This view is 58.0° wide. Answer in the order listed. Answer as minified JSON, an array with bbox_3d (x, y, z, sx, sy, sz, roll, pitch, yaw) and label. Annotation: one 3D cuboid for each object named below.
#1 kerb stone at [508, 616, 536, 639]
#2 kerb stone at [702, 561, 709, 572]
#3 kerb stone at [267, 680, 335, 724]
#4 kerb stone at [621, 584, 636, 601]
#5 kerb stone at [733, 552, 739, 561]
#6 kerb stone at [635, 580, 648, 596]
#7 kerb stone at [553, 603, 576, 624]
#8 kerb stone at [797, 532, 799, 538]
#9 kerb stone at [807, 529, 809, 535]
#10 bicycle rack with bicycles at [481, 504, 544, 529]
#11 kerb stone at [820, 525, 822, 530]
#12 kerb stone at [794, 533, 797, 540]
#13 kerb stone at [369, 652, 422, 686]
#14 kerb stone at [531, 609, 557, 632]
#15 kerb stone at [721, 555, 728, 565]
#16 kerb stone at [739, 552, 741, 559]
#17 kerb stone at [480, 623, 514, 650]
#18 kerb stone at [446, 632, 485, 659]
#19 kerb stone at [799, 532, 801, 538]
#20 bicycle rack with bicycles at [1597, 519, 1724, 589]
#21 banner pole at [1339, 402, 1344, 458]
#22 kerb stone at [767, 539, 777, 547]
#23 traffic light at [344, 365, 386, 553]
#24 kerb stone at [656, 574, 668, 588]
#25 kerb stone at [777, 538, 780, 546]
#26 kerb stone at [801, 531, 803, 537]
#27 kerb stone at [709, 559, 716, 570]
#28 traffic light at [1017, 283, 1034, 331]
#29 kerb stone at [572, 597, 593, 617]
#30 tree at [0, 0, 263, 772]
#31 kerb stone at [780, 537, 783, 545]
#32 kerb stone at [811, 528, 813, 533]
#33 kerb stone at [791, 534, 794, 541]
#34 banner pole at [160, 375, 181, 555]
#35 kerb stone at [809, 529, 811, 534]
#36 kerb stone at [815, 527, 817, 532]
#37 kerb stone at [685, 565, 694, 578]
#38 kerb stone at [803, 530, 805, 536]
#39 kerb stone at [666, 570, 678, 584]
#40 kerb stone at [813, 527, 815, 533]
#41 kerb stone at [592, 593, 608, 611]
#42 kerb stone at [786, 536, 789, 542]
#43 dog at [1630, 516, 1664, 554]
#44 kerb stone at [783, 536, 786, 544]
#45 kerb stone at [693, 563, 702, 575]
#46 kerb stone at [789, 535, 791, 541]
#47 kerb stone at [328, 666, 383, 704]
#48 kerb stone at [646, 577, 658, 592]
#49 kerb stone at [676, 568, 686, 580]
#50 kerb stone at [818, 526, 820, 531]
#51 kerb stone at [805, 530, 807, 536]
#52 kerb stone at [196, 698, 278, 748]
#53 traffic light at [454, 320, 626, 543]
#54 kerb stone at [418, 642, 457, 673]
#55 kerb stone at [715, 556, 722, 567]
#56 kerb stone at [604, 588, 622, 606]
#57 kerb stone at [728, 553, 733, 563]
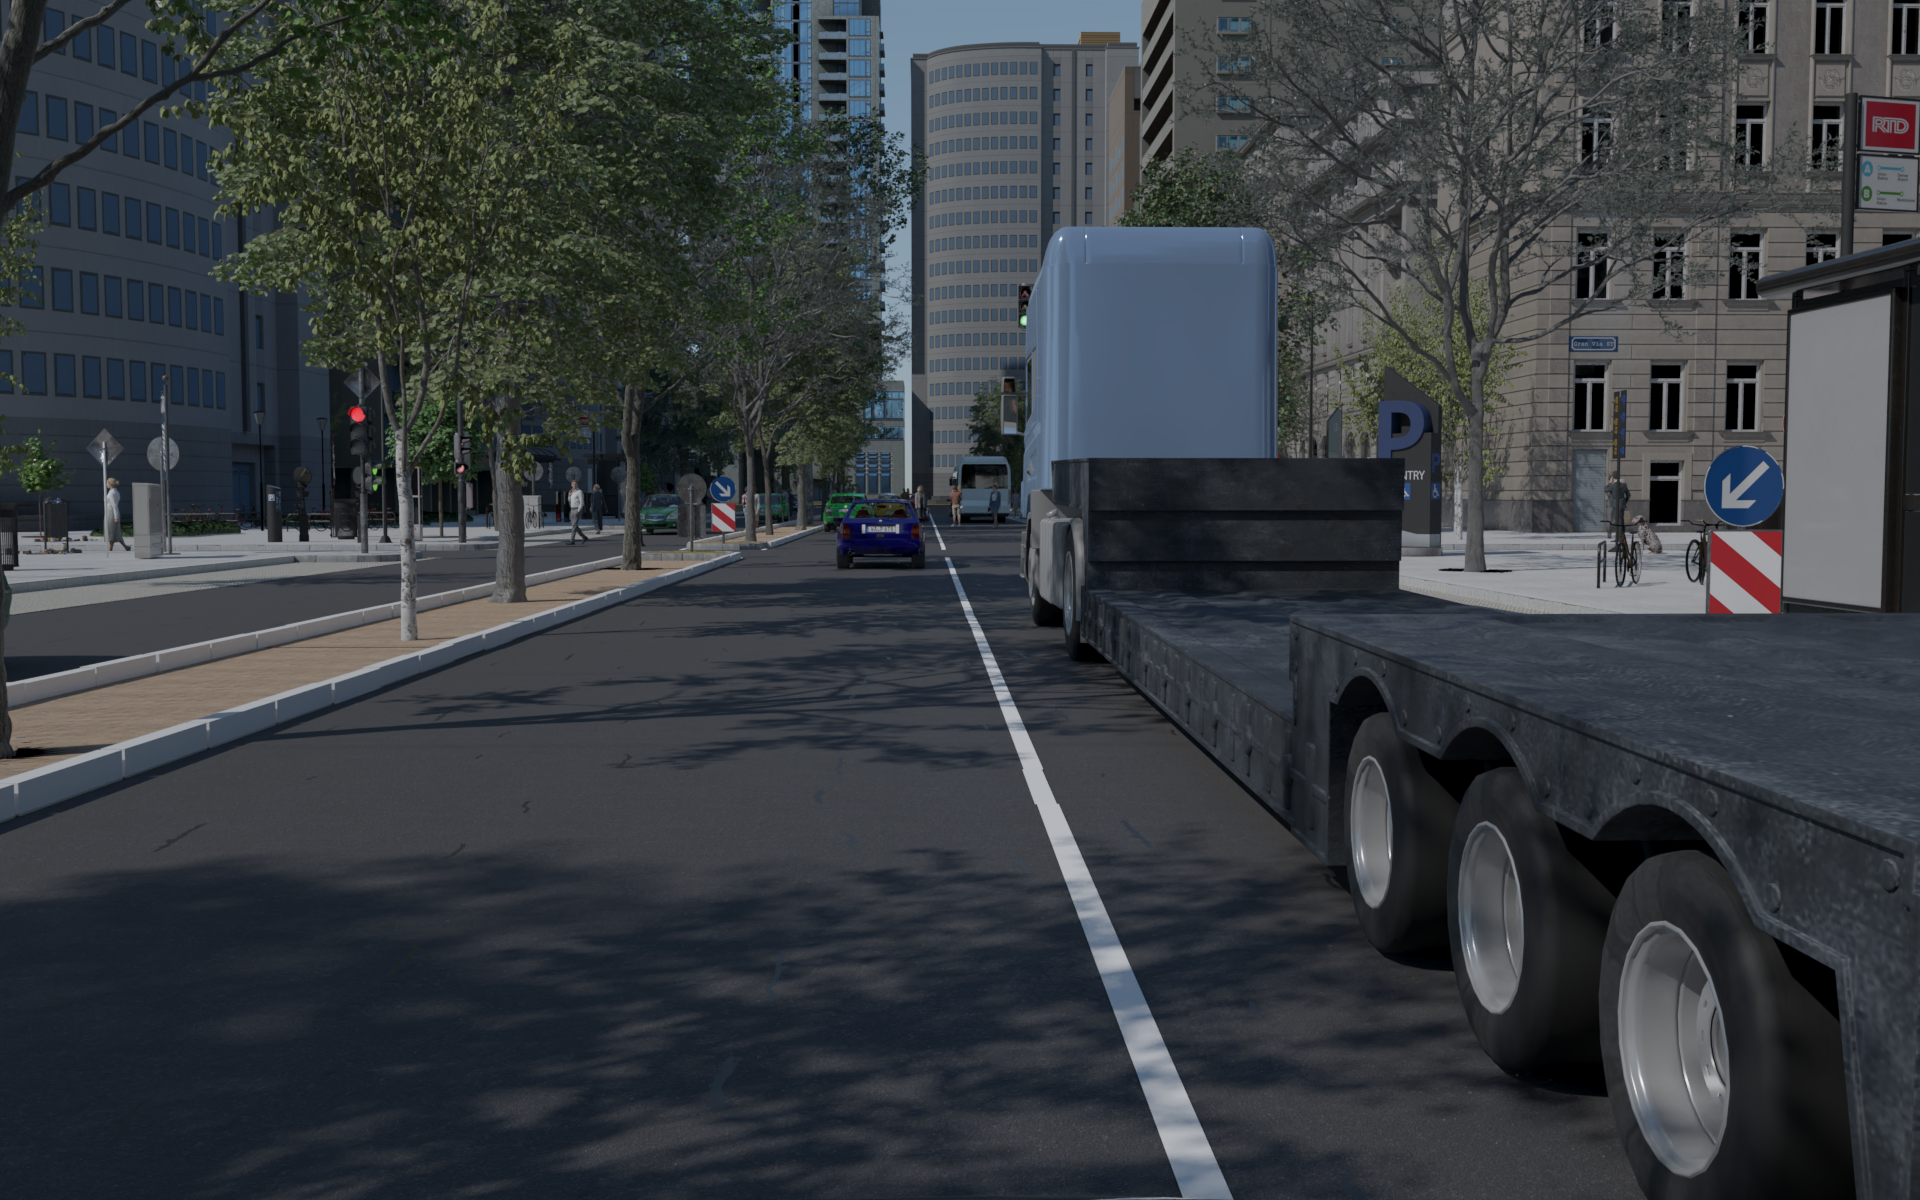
[{"bbox_3d":[-4.461,0.294,17.413,0.120,0.150,1.000,0,4,-1],"label":"kerb stone"},{"bbox_3d":[-4.773,-0.584,31.766,0.120,0.150,1.000,0,4,-1],"label":"kerb stone"},{"bbox_3d":[-4.319,0.668,11.274,0.120,0.150,1.000,0,4,-1],"label":"kerb stone"},{"bbox_3d":[-4.590,-0.084,23.576,0.120,0.150,1.000,0,4,-1],"label":"kerb stone"},{"bbox_3d":[-4.877,-0.893,36.877,0.120,0.150,1.000,0,4,-1],"label":"kerb stone"},{"bbox_3d":[-4.614,-0.143,24.599,0.120,0.150,1.000,0,4,-1],"label":"kerb stone"},{"bbox_3d":[-4.501,0.167,19.462,0.120,0.150,1.000,0,4,-1],"label":"kerb stone"},{"bbox_3d":[-5.284,-1.998,54.861,0.120,0.150,1.000,0,4,-1],"label":"kerb stone"},{"bbox_3d":[-5.400,-2.309,59.995,0.120,0.150,1.000,0,4,-1],"label":"kerb stone"},{"bbox_3d":[-16.525,-3.095,63.980,2.852,0.926,2.925,0,4,-8],"label":"bicycle rack with bicycles"},{"bbox_3d":[-5.553,-2.751,67.181,0.120,0.150,1.000,0,4,-1],"label":"kerb stone"},{"bbox_3d":[-5.258,-1.933,53.839,0.120,0.150,1.000,0,4,-1],"label":"kerb stone"},{"bbox_3d":[-4.366,0.543,13.324,0.120,0.150,1.000,0,4,-1],"label":"kerb stone"},{"bbox_3d":[-4.481,0.231,18.435,0.120,0.150,1.000,0,4,-1],"label":"kerb stone"},{"bbox_3d":[-4.837,-0.772,34.833,0.120,0.150,1.000,0,4,-1],"label":"kerb stone"},{"bbox_3d":[-4.906,-0.956,37.898,0.120,0.150,1.000,0,4,-1],"label":"kerb stone"},{"bbox_3d":[-4.427,0.357,16.392,0.120,0.150,1.000,0,4,-1],"label":"kerb stone"},{"bbox_3d":[-4.421,0.417,15.370,0.120,0.150,1.000,0,4,-1],"label":"kerb stone"},{"bbox_3d":[-5.302,-2.061,55.893,0.120,0.150,1.000,0,4,-1],"label":"kerb stone"},{"bbox_3d":[10.011,-0.653,24.063,2.852,0.926,2.925,2,4,24],"label":"bicycle rack with bicycles"},{"bbox_3d":[10.393,-3.514,47.478,0.401,3.779,0.863,0,4,5],"label":"banner pole"},{"bbox_3d":[-5.110,-1.496,46.676,0.120,0.150,1.000,0,4,-1],"label":"kerb stone"},{"bbox_3d":[-12.855,-2.962,37.344,0.839,4.253,0.868,0,4,-1],"label":"traffic light"},{"bbox_3d":[-4.669,-0.268,26.649,0.120,0.150,1.000,0,4,-1],"label":"kerb stone"},{"bbox_3d":[-5.122,-1.560,47.699,0.120,0.150,1.000,0,4,-1],"label":"kerb stone"},{"bbox_3d":[-5.333,-2.124,56.929,0.120,0.150,1.000,0,4,-1],"label":"kerb stone"},{"bbox_3d":[-4.794,-0.639,32.789,0.120,0.150,1.000,0,4,-1],"label":"kerb stone"},{"bbox_3d":[3.612,-3.848,37.580,4.771,5.953,1.251,0,4,-1],"label":"traffic light"},{"bbox_3d":[-4.523,0.104,20.488,0.120,0.150,1.000,0,4,-1],"label":"kerb stone"},{"bbox_3d":[-5.222,-4.934,8.878,9.928,11.665,9.643,0,3,0],"label":"tree"},{"bbox_3d":[-5.143,-1.622,48.722,0.120,0.150,1.000,0,4,-1],"label":"kerb stone"},{"bbox_3d":[-5.439,-2.438,62.054,0.120,0.150,1.000,0,4,-1],"label":"kerb stone"},{"bbox_3d":[-5.237,-1.873,52.817,0.120,0.150,1.000,0,4,-1],"label":"kerb stone"},{"bbox_3d":[-16.853,-2.859,36.754,0.401,3.779,0.863,-2,4,-34],"label":"banner pole"},{"bbox_3d":[-5.419,-2.375,61.028,0.120,0.150,1.000,0,4,-1],"label":"kerb stone"},{"bbox_3d":[-5.482,-2.561,64.103,0.120,0.150,1.000,0,4,-1],"label":"kerb stone"},{"bbox_3d":[-4.729,-0.454,29.723,0.120,0.150,1.000,0,4,-1],"label":"kerb stone"},{"bbox_3d":[-5.355,-2.187,57.951,0.120,0.150,1.000,0,4,-1],"label":"kerb stone"},{"bbox_3d":[-4.685,-0.335,27.677,0.120,0.150,1.000,0,4,-1],"label":"kerb stone"},{"bbox_3d":[-5.469,-2.499,63.075,0.120,0.150,1.000,0,4,-1],"label":"kerb stone"},{"bbox_3d":[-4.552,0.047,21.517,0.120,0.150,1.000,0,4,-1],"label":"kerb stone"},{"bbox_3d":[-5.194,-1.746,50.771,0.120,0.150,1.000,0,4,-1],"label":"kerb stone"},{"bbox_3d":[14.854,-1.391,37.123,0.513,0.831,0.800,-2,4,-27],"label":"dog"},{"bbox_3d":[-5.165,-1.685,49.746,0.120,0.150,1.000,0,4,-1],"label":"kerb stone"},{"bbox_3d":[-4.747,-0.523,30.745,0.120,0.150,1.000,0,4,-1],"label":"kerb stone"},{"bbox_3d":[-5.217,-1.806,51.794,0.120,0.150,1.000,0,4,-1],"label":"kerb stone"},{"bbox_3d":[-4.332,0.610,12.303,0.120,0.150,1.000,0,4,-1],"label":"kerb stone"},{"bbox_3d":[-4.637,-0.210,25.627,0.120,0.150,1.000,0,4,-1],"label":"kerb stone"},{"bbox_3d":[-4.711,-0.398,28.701,0.120,0.150,1.000,0,4,-1],"label":"kerb stone"},{"bbox_3d":[-5.532,-2.687,66.157,0.120,0.150,1.000,0,4,-1],"label":"kerb stone"},{"bbox_3d":[-5.379,-2.249,58.973,0.120,0.150,1.000,0,4,-1],"label":"kerb stone"},{"bbox_3d":[-4.295,0.731,10.245,0.120,0.150,1.000,0,4,-1],"label":"kerb stone"},{"bbox_3d":[-10.942,-4.327,45.408,4.771,5.953,1.251,0,4,-1],"label":"traffic light"},{"bbox_3d":[-4.385,0.487,14.346,0.120,0.150,1.000,0,4,-1],"label":"kerb stone"},{"bbox_3d":[-4.812,-0.707,33.811,0.120,0.150,1.000,0,4,-1],"label":"kerb stone"},{"bbox_3d":[-4.575,-0.021,22.543,0.120,0.150,1.000,0,4,-1],"label":"kerb stone"},{"bbox_3d":[-4.870,-0.835,35.854,0.120,0.150,1.000,0,4,-1],"label":"kerb stone"}]
